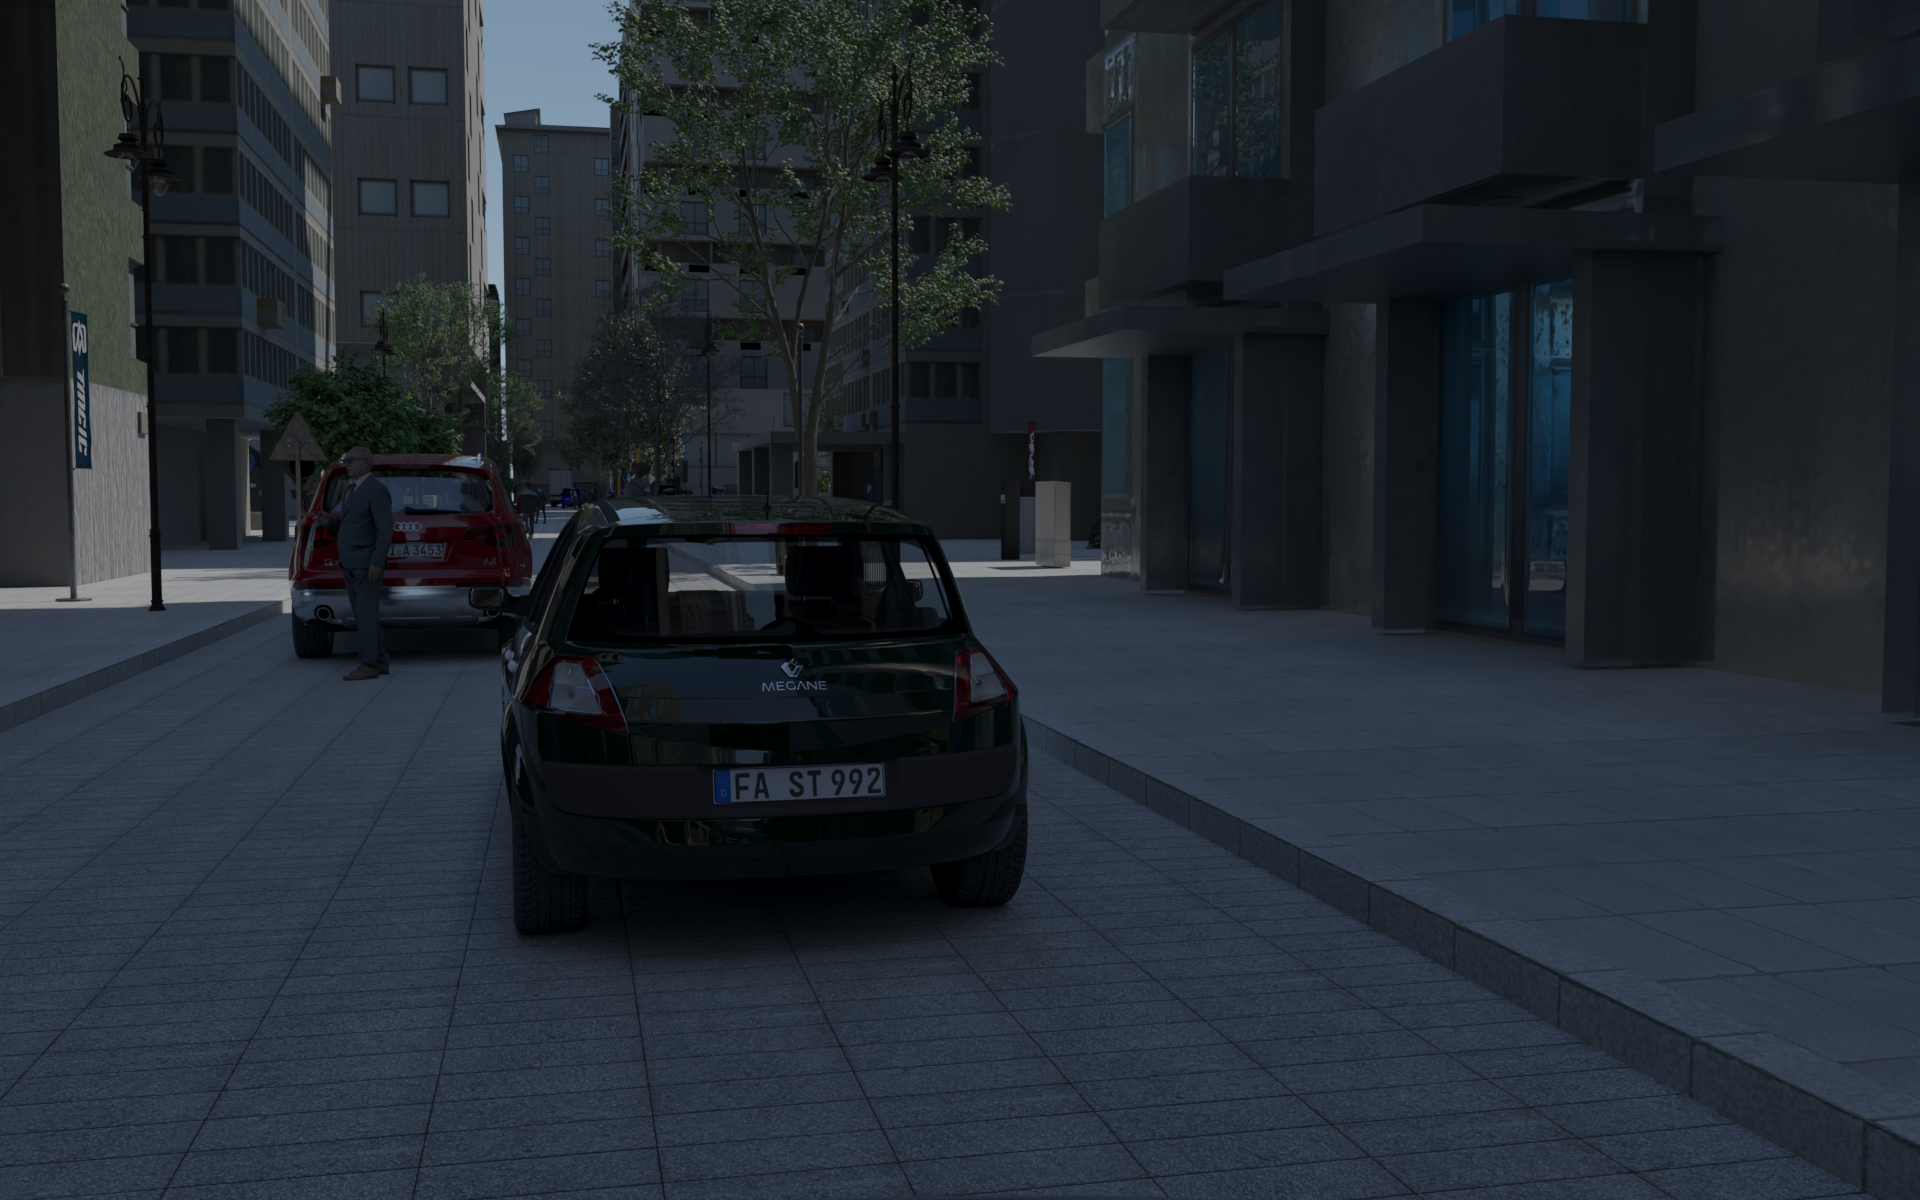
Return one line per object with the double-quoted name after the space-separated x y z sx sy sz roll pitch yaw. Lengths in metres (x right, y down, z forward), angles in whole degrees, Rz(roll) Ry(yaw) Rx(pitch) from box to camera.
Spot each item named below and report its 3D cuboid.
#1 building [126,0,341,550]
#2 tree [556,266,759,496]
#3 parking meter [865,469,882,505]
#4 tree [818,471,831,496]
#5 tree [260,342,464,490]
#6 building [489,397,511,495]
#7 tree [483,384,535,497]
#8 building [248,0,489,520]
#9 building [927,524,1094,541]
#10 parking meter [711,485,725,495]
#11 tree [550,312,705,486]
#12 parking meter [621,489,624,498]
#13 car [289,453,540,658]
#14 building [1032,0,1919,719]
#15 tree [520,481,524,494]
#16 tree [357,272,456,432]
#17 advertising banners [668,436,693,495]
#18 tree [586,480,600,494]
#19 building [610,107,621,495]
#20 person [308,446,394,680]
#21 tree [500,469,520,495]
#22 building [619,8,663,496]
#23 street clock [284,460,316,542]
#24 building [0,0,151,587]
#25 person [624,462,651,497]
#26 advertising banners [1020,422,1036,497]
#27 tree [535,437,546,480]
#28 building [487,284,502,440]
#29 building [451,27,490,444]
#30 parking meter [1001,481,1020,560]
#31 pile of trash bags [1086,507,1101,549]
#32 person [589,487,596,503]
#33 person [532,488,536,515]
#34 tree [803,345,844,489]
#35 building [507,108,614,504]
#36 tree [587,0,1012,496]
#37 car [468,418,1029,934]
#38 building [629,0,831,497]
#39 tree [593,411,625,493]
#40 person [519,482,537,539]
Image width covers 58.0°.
-29.568 -21.602 45.070 23.993 40.220 32.217 -1 4 -13 "building"
-15.712 -10.990 90.054 12.009 13.543 11.850 0 3 0 "tree"
-2.024 -2.125 40.462 0.255 1.863 0.399 -3 4 -36 "parking meter"
-9.236 -7.654 119.751 1.663 3.219 1.824 0 3 0 "tree"
-13.384 -3.303 37.713 4.285 4.588 4.351 0 3 0 "tree"
-69.825 -54.508 203.884 31.000 86.520 22.319 -1 4 -13 "building"
-31.324 -10.184 116.873 4.360 8.622 3.978 0 3 0 "tree"
-40.057 -30.853 93.688 28.713 52.752 27.495 -1 4 -13 "building"
9.276 -22.236 55.436 32.217 40.220 23.993 -1 4 -13 "building"
-6.792 -2.462 48.670 0.372 1.533 0.369 0 3 0 "parking meter"
-20.718 -11.670 107.817 9.611 12.733 9.660 0 3 0 "tree"
-18.128 -5.203 93.483 0.372 1.533 0.369 0 3 0 "parking meter"
-5.237 -0.500 16.845 2.281 1.827 5.304 -1 4 -15 "car"
14.336 -24.200 15.273 23.786 49.044 30.456 -1 4 -13 "building"
-47.947 -11.669 185.393 1.663 3.219 1.824 0 3 0 "tree"
-24.095 -9.456 80.353 9.928 11.665 9.643 0 3 0 "tree"
-8.558 -3.474 52.987 0.090 3.025 2.074 1 4 11 "advertising banners"
-44.549 -13.276 211.666 1.663 3.219 1.824 0 3 0 "tree"
-30.415 -30.779 186.834 14.154 41.232 14.086 -1 4 -13 "building"
-4.724 -0.295 13.507 0.661 1.801 0.590 3 5 43 "person"
-35.448 -8.574 134.781 1.663 3.219 1.824 0 3 0 "tree"
-22.072 -33.405 169.876 21.300 48.544 21.600 -1 4 -13 "building"
-11.356 -1.545 29.828 0.471 2.002 0.358 -3 5 -41 "street clock"
-18.649 -15.153 19.448 14.160 30.474 14.107 -1 4 -13 "building"
-4.160 -0.871 22.555 0.447 1.846 0.655 -2 4 -25 "person"
1.445 -2.778 41.602 0.090 3.025 2.074 2 4 24 "advertising banners"
-44.304 -13.677 173.974 4.360 8.622 3.978 0 3 0 "tree"
-69.928 -28.426 236.464 14.107 30.474 14.160 -1 4 -13 "building"
-41.268 -26.890 123.240 14.154 41.232 14.086 -1 4 -13 "building"
0.986 -1.558 33.892 0.372 1.533 0.369 0 3 0 "parking meter"
4.419 -1.946 41.565 1.912 1.369 3.447 2 4 27 "pile of trash bags"
-25.903 -6.999 122.299 0.648 1.900 0.474 2 4 27 "person"
-29.582 -6.816 120.041 0.679 1.850 0.850 2 4 26 "person"
-5.548 -8.083 82.527 4.737 8.622 4.395 0 3 0 "tree"
-51.053 -40.202 246.541 27.495 52.752 28.713 -1 4 -13 "building"
-2.895 -6.505 32.120 9.928 11.665 9.643 0 3 0 "tree"
-1.004 0.160 7.178 2.009 1.686 4.222 -1 4 -15 "car"
-11.500 -33.373 134.880 28.713 52.752 27.495 -1 4 -13 "building"
-30.778 -12.381 152.790 4.360 8.622 3.978 0 3 0 "tree"
-13.690 -2.846 55.047 0.620 1.820 0.660 3 4 39 "person"
